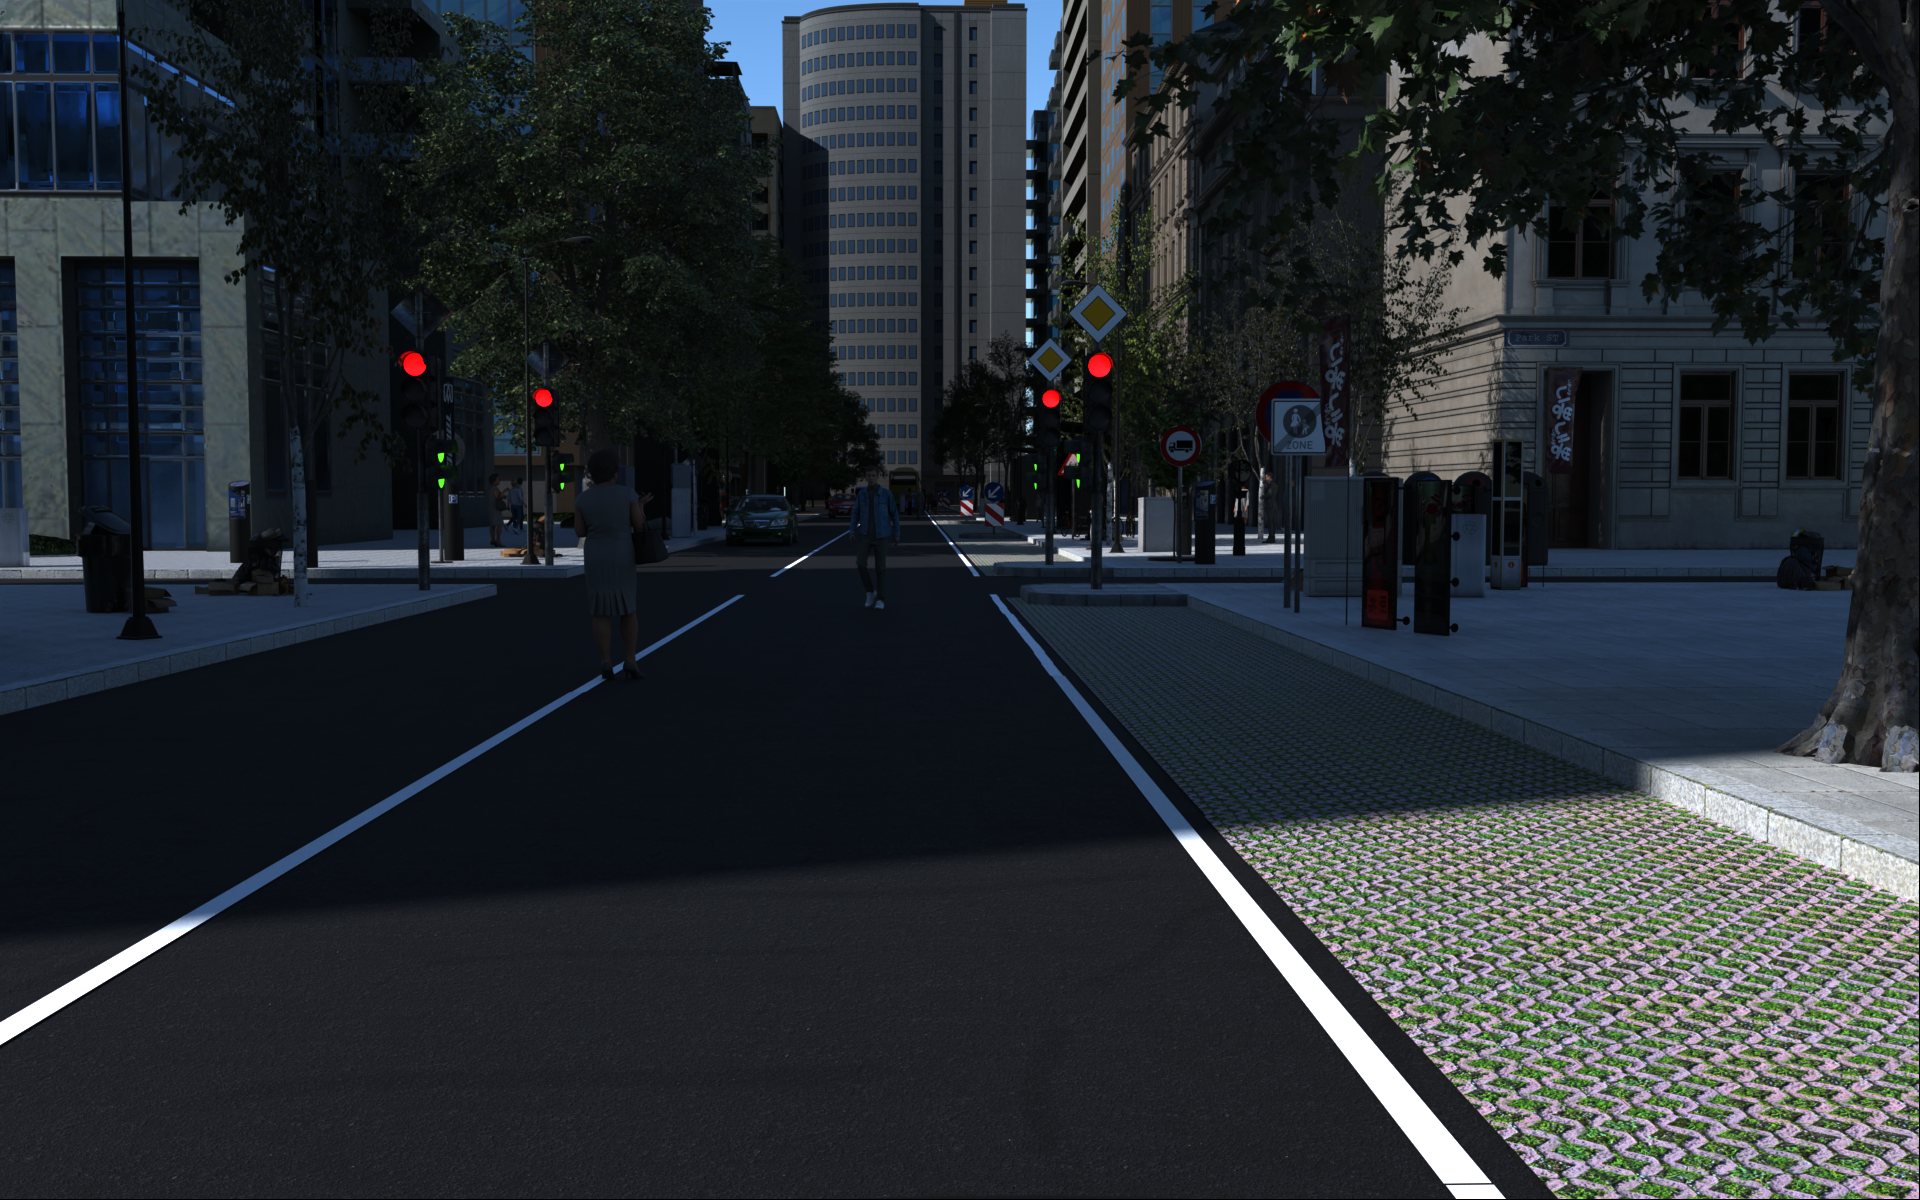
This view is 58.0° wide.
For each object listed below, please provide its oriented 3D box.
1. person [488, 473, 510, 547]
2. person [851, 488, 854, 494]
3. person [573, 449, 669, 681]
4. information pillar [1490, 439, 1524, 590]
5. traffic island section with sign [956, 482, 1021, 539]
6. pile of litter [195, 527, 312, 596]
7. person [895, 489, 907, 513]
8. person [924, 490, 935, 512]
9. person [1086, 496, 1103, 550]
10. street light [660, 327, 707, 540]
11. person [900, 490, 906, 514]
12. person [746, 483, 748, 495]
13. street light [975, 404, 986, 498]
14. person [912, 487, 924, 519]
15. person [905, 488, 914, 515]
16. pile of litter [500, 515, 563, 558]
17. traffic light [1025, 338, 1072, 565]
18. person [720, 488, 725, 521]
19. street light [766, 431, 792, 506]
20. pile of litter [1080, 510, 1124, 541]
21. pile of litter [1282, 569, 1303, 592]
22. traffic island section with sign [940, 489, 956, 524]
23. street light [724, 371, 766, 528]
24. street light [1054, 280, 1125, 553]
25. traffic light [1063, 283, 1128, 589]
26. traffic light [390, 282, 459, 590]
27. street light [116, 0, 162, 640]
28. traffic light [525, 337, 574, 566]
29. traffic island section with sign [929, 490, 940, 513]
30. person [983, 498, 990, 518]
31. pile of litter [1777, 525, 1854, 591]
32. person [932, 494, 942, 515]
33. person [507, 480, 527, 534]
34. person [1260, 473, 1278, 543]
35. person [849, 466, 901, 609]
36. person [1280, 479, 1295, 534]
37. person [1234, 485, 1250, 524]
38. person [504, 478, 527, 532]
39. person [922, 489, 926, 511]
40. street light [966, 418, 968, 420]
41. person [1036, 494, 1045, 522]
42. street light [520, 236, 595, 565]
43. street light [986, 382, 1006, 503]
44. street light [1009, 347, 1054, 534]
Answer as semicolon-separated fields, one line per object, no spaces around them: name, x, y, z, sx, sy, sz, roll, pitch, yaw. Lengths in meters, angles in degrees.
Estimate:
person;-11.177;-2.182;42.082;0.532;1.782;0.716;-2;4;-29
person;-7.414;-6.838;120.270;0.705;1.831;1.348;0;4;7
person;-2.611;-0.280;13.431;0.716;1.782;0.532;0;4;-2
information pillar;7.334;-1.146;23.229;0.304;2.012;0.304;-1;4;-10
traffic island section with sign;0.962;-2.899;56.024;1.989;1.847;2.006;0;4;-2
pile of litter;-9.083;-0.505;22.218;1.719;0.858;1.176;3;5;43
person;-4.370;-7.667;133.936;1.350;1.814;0.705;-1;4;-16
person;-2.392;-7.996;139.788;0.990;1.755;0.434;-1;4;-8
person;3.087;-1.805;39.828;0.394;1.301;0.425;0;4;4
street light;-7.685;-4.615;47.994;1.470;5.913;1.316;0;4;-2
person;-4.133;-7.114;125.477;0.551;1.740;0.621;1;4;11
person;-9.344;-4.340;77.261;0.793;1.790;0.793;-1;4;-13
street light;1.474;-7.149;89.429;1.470;5.913;1.316;0;4;-2
person;-2.382;-5.500;98.532;0.694;1.812;0.767;1;4;16
person;-3.338;-6.590;116.263;0.705;1.823;1.348;-2;4;-32
pile of litter;-8.769;-1.312;35.411;1.176;0.858;1.719;-2;4;-26
traffic light;1.600;-2.589;31.258;0.839;4.253;0.868;0;4;-2
person;-11.576;-4.719;83.380;0.592;1.802;0.473;0;4;2
street light;-8.673;-6.695;82.000;1.470;5.913;1.316;0;4;-2
pile of litter;3.928;-2.075;47.889;1.176;0.858;1.719;0;4;-3
pile of litter;4.864;-0.578;23.409;1.176;0.858;1.719;3;5;43
traffic island section with sign;0.190;-4.557;83.138;1.989;1.847;2.006;0;4;-2
street light;-8.173;-5.647;64.875;1.470;5.913;1.316;0;4;-2
street light;2.903;-3.989;37.758;1.470;5.913;1.316;0;4;-2
traffic light;1.824;-2.101;23.276;0.839;4.253;0.868;0;4;-2
traffic light;-7.133;-2.085;23.009;0.839;4.253;0.868;0;4;-2
street light;-6.748;-2.610;15.213;1.470;5.913;1.316;0;4;-2
traffic light;-7.358;-2.573;30.991;0.839;4.253;0.868;0;4;-2
traffic island section with sign;-1.220;-7.631;133.396;1.989;1.847;2.006;0;4;-2
person;1.553;-5.396;94.500;0.641;1.798;0.478;1;4;18
pile of litter;11.812;-0.590;23.605;1.719;0.858;1.176;-2;4;-32
person;-1.560;-6.488;117.819;0.697;1.427;0.421;2;4;27
person;-14.118;-2.963;55.163;0.731;1.740;0.598;0;4;3
person;8.088;-2.424;45.480;0.447;1.846;0.655;1;4;23
person;-1.065;-0.782;21.633;0.601;1.785;0.444;1;4;15
person;10.615;-3.037;56.041;0.444;1.785;0.601;3;5;41
person;8.699;-2.859;53.531;0.466;1.731;0.760;0;4;1
person;-15.145;-3.254;59.095;0.795;1.843;0.661;-2;4;-33
person;-3.105;-8.565;148.172;0.705;1.869;1.348;1;4;17
street light;0.901;-8.182;106.315;1.470;5.913;1.316;0;4;-2
person;3.642;-4.178;78.623;0.475;1.303;0.640;1;4;20
street light;-7.273;-3.598;31.362;1.470;5.913;1.316;0;4;-2
street light;1.959;-6.060;71.618;1.470;5.913;1.316;0;4;-2
street light;2.405;-5.043;54.987;1.470;5.913;1.316;0;4;-2
